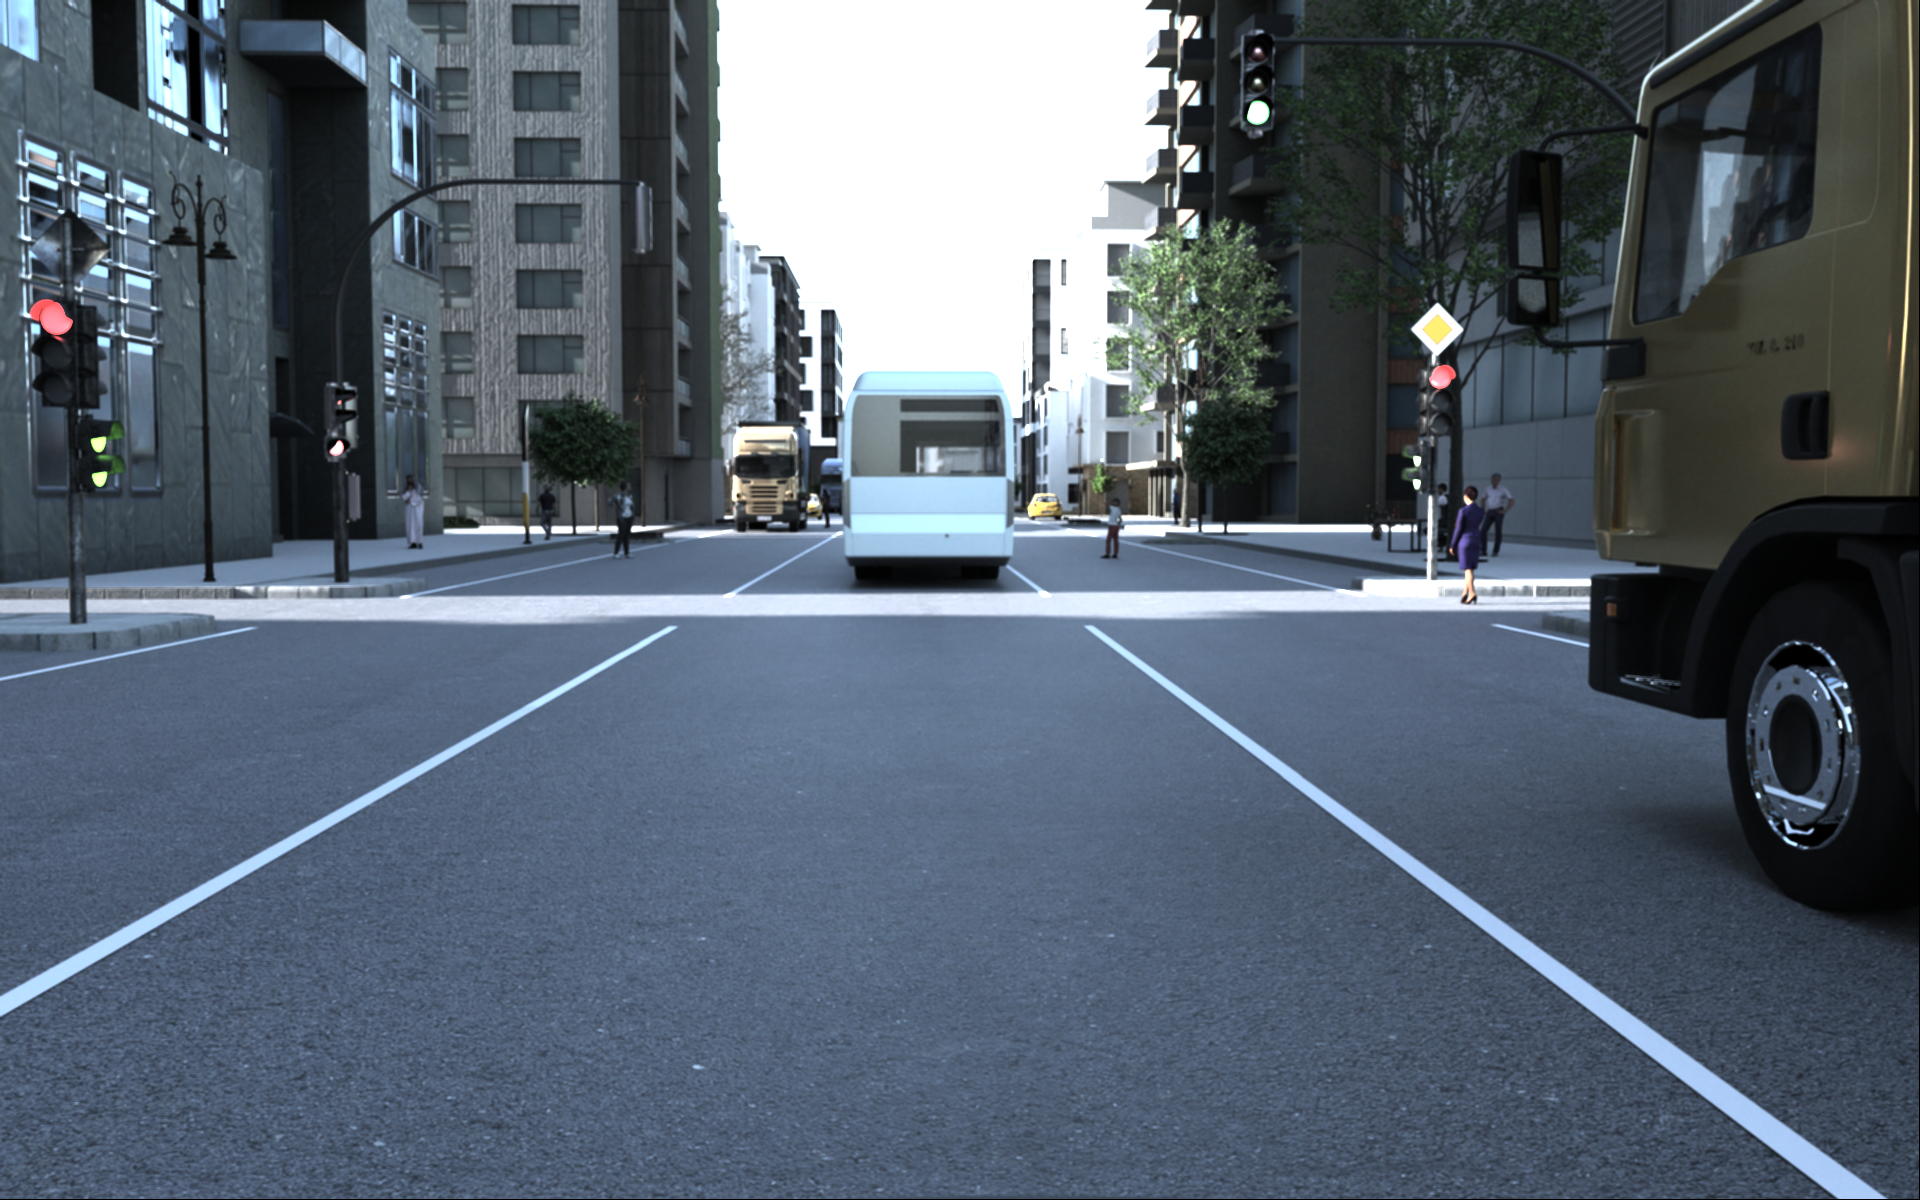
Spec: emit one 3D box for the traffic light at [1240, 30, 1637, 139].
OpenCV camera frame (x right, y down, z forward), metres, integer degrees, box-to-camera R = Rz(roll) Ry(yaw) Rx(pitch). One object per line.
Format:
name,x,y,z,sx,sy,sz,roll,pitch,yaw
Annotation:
traffic light,5.115,-2.610,17.347,4.771,5.953,1.251,0,4,-2

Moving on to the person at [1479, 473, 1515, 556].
person,10.983,-1.753,35.644,0.436,1.711,0.756,-2,4,-34

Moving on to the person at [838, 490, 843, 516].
person,-7.935,-6.493,115.386,0.721,1.743,1.217,-1,4,-22

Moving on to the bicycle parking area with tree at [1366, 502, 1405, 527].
bicycle parking area with tree,20.806,-4.961,68.111,9.016,4.147,8.231,-3,5,-41

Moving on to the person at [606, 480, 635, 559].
person,-7.507,-1.800,38.655,0.376,1.734,0.841,2,4,35

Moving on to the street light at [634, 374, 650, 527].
street light,-12.215,-5.741,66.658,0.468,5.910,1.993,0,4,-2

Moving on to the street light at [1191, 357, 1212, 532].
street light,8.137,-5.243,58.503,0.468,5.910,1.993,0,4,-2

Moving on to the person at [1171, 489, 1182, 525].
person,9.012,-3.877,72.121,0.574,1.496,0.600,-2,4,-34

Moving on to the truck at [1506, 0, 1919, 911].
truck,4.239,-0.489,3.912,3.469,3.379,9.791,0,4,-3

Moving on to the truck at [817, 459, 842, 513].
truck,-9.158,-9.052,137.762,2.967,4.110,18.799,0,4,0

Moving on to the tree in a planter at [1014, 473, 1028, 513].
tree in a planter,3.999,-7.993,127.916,1.991,3.239,1.994,0,4,-2

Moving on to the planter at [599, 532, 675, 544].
planter,-9.437,-1.816,50.834,1.991,0.319,1.994,0,4,-2

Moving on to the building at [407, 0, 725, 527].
building,-17.919,-23.838,73.346,14.154,41.232,14.086,0,4,-2

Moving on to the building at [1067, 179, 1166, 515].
building,14.991,-15.521,110.181,16.016,20.091,11.380,0,4,-2

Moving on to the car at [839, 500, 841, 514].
car,-7.659,-6.930,123.094,2.009,1.686,4.222,0,4,-2

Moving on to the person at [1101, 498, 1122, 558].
person,3.392,-1.613,38.780,0.340,1.345,0.435,2,4,35

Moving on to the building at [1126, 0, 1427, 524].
building,20.867,-26.394,86.161,22.147,44.769,28.867,0,4,-2

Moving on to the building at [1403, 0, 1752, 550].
building,26.778,-27.477,38.493,27.495,52.752,28.713,0,4,-2

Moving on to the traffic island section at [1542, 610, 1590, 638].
traffic island section,7.244,0.282,17.664,2.009,0.180,2.903,0,4,-2

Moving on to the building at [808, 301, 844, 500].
building,-29.846,-21.579,196.783,32.646,21.610,27.936,0,4,-2

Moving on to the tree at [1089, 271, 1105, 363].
tree,8.625,-8.551,65.571,9.928,11.665,9.643,0,3,0

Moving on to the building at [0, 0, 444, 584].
building,-25.277,-44.316,37.239,22.319,86.520,31.000,0,4,-2

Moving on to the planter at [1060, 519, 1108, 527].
planter,5.492,-3.430,77.226,1.991,0.319,1.994,0,4,-2

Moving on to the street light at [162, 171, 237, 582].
street light,-11.010,-3.208,25.233,0.468,5.910,1.993,0,4,-2

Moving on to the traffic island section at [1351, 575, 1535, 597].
traffic island section,7.010,-0.206,25.646,2.009,0.180,2.903,0,4,-2

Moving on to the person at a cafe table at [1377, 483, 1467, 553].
person at a cafe table,10.385,-1.825,38.350,1.622,1.524,1.698,3,5,43

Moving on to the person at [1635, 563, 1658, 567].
person,12.305,-1.453,30.603,0.742,1.727,0.445,2,4,33

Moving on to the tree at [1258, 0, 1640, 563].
tree,9.258,-6.533,32.578,9.928,11.665,9.643,0,3,0

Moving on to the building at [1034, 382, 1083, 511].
building,11.125,-11.521,130.508,9.099,9.664,28.070,0,4,-2

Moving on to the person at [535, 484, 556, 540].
person,-11.576,-2.453,48.356,0.569,1.553,0.471,-1,4,-8

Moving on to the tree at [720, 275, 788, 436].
tree,-13.960,-10.861,87.948,12.009,13.543,11.850,0,3,0

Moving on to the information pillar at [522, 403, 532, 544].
information pillar,-11.093,-3.236,44.264,0.183,3.616,0.504,0,4,-5

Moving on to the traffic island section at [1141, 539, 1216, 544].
traffic island section,6.286,-1.678,50.300,1.991,0.108,1.994,0,4,-2

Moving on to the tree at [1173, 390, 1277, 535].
tree,8.331,-4.337,54.625,4.285,4.588,4.351,0,3,0

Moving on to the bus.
bus,-0.643,-2.293,32.344,2.948,3.499,13.247,0,4,-1

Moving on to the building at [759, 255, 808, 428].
building,-31.711,-19.444,161.885,32.646,21.610,27.936,0,4,-2

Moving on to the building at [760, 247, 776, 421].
building,-21.679,-16.646,128.575,16.016,20.091,11.380,0,4,-2

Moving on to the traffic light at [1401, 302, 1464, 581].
traffic light,6.970,-2.239,25.531,0.839,4.253,0.868,0,4,-2

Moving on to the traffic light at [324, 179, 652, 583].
traffic light,-6.876,-3.087,25.145,4.771,5.953,1.251,0,4,-2

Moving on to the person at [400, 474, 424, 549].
person,-12.875,-2.082,40.750,0.551,1.740,0.621,-1,4,-14

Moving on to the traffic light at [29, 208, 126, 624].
traffic light,-8.730,-1.722,17.068,0.839,4.253,0.868,0,4,-2

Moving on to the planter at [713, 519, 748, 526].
planter,-10.232,-3.472,77.909,1.991,0.319,1.994,0,4,-2

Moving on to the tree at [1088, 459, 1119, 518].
tree,7.759,-6.140,94.990,1.663,3.219,1.824,0,3,0

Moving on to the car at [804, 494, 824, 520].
car,-8.587,-5.312,97.075,2.015,1.641,3.980,0,4,-4

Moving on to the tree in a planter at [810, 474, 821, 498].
tree in a planter,-12.455,-9.576,153.792,1.991,3.239,1.994,0,4,-2

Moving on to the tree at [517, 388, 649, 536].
tree,-12.037,-4.289,53.838,4.285,4.588,4.351,0,3,0

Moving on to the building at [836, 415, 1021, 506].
building,0.769,-15.089,188.846,28.070,9.664,9.099,0,4,-2

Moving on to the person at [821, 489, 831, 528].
person,-5.704,-3.889,73.563,0.415,1.643,0.593,-1,4,-12

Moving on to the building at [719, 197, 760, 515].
building,-22.272,-15.950,117.194,16.016,20.091,11.380,0,4,-2

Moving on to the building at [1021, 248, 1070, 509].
building,19.445,-19.380,160.840,27.936,21.610,32.646,0,4,-2

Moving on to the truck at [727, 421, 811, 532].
truck,-7.426,-4.892,68.895,2.839,4.237,11.283,0,4,-2

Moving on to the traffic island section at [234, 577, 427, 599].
traffic island section,-9.005,-0.177,25.183,2.009,0.180,2.903,0,4,-2

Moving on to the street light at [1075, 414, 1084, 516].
street light,6.889,-7.768,99.799,0.468,5.910,1.993,0,4,-2

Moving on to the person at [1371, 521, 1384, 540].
person,11.552,-1.920,47.918,0.357,0.543,0.381,0,4,5

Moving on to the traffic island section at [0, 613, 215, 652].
traffic island section,-8.771,0.311,17.201,2.009,0.180,2.903,0,4,-2

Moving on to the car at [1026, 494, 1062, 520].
car,4.731,-5.277,96.495,2.015,1.641,3.980,0,4,-1

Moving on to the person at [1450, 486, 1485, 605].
person,6.564,-0.719,22.622,0.453,1.535,0.546,-3,4,-39
